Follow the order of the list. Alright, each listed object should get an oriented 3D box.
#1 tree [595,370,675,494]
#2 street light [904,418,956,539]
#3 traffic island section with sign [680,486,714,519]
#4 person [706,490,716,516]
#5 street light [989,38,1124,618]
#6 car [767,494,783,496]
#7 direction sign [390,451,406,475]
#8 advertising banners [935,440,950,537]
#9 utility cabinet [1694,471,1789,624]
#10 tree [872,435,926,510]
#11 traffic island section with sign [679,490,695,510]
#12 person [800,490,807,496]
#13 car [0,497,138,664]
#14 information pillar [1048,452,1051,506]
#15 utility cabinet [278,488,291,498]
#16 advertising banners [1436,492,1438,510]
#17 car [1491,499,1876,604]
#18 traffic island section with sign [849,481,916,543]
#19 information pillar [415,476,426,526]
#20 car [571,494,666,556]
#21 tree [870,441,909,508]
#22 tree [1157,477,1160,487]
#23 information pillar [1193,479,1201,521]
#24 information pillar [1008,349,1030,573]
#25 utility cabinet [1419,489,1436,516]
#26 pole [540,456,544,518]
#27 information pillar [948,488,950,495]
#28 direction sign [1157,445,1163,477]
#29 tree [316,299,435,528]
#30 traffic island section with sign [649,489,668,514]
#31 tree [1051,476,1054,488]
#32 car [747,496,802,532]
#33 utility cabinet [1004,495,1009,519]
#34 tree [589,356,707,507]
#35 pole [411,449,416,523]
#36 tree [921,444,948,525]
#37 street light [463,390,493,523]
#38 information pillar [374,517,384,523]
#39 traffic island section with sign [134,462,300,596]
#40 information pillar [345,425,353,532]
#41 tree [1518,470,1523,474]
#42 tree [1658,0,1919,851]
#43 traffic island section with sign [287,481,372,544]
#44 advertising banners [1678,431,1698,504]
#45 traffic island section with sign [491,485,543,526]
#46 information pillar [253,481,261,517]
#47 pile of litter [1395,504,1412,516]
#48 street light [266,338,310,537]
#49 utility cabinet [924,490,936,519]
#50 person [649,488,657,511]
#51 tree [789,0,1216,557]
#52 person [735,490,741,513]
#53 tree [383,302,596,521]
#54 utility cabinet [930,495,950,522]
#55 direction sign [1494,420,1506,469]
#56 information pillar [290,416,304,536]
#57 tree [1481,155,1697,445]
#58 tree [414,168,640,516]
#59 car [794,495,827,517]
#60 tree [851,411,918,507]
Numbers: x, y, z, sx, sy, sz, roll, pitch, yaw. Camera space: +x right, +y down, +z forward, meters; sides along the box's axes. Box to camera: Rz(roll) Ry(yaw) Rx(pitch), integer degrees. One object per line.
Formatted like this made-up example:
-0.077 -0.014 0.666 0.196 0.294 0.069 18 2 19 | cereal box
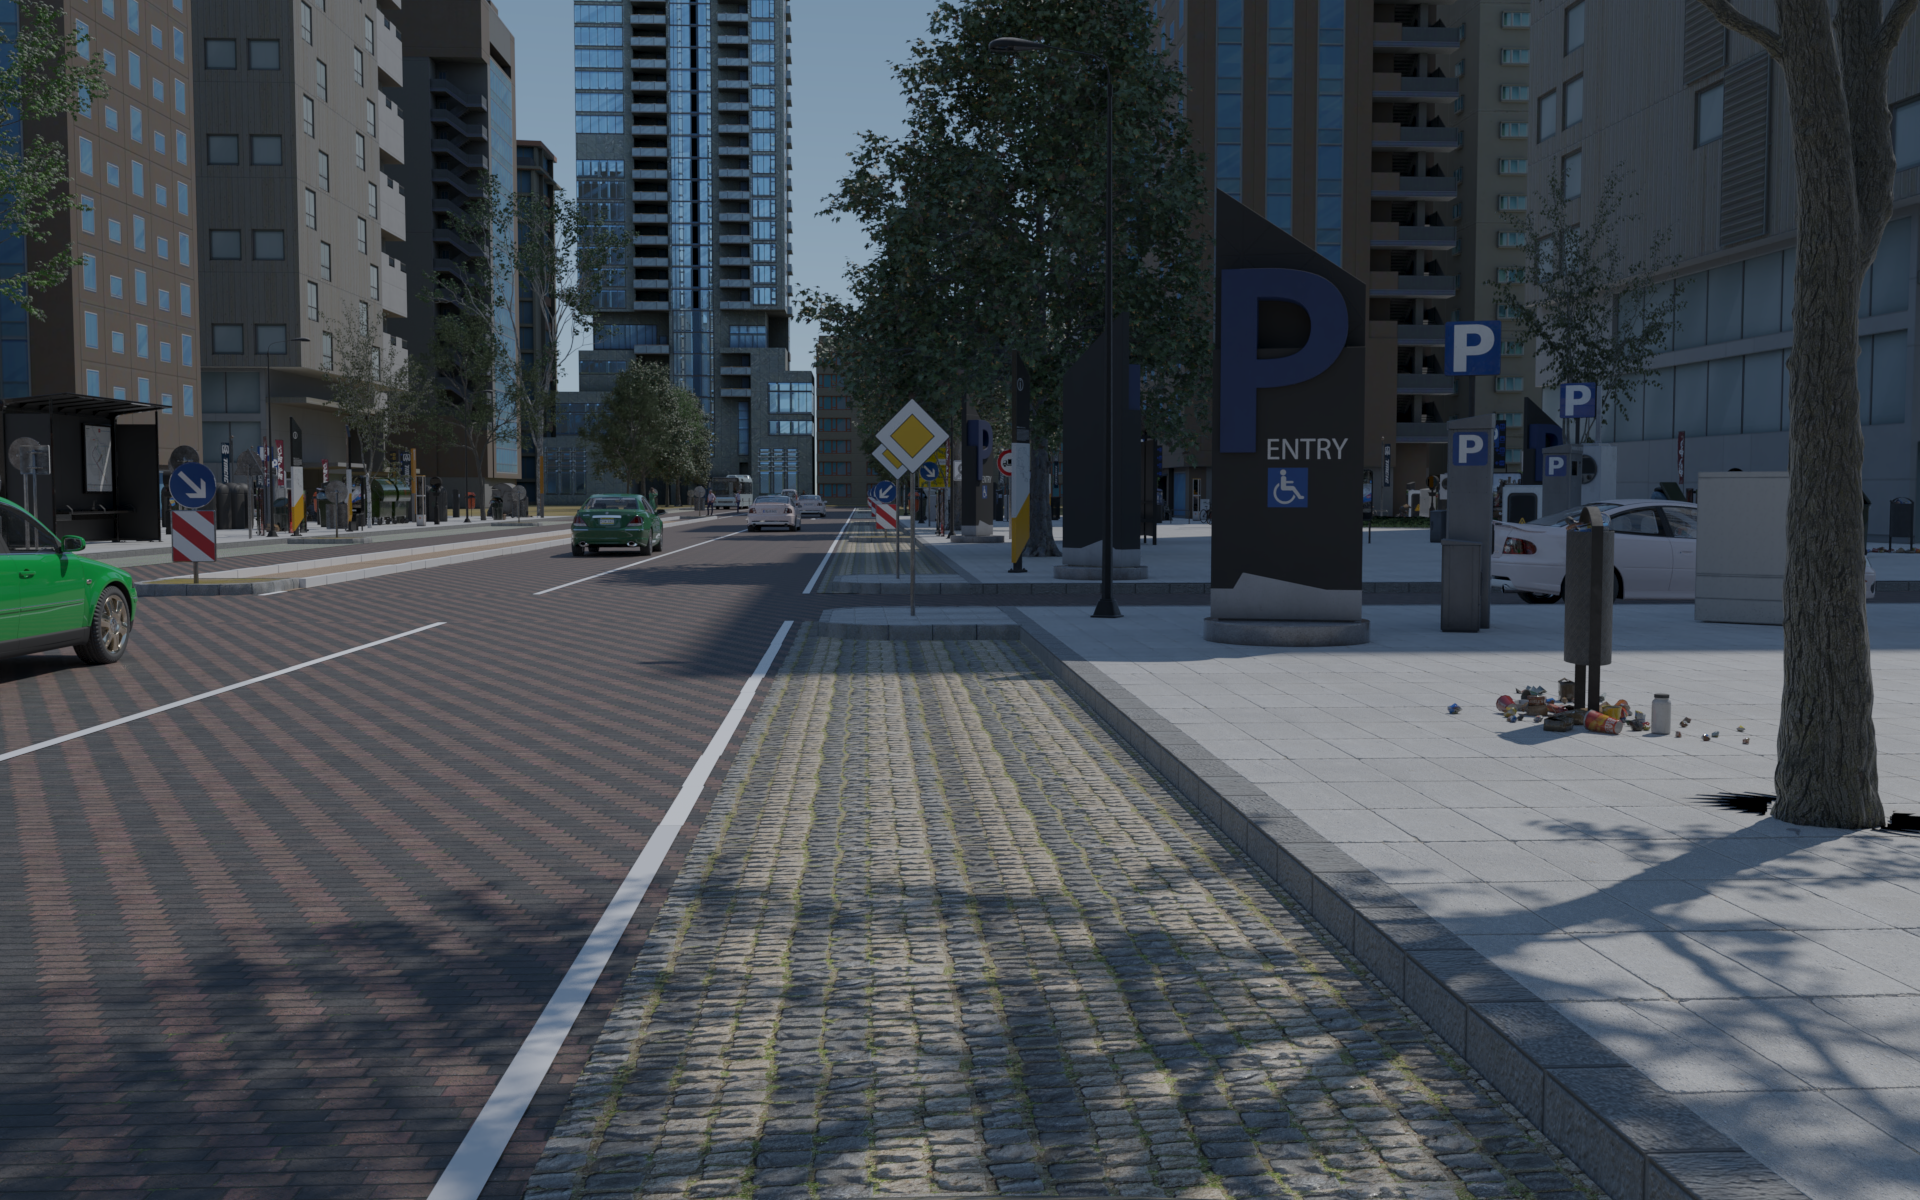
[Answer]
-25.378 -12.045 131.343 8.767 10.594 7.601 0 4 6 | tree
-0.772 -4.711 49.564 1.470 5.913 1.316 0 4 -3 | street light
-15.153 -5.641 100.371 2.006 1.907 1.989 0 4 -3 | traffic island section with sign
-16.595 -6.464 115.121 0.436 1.711 0.756 -3 5 -42 | person
0.992 -2.771 17.841 1.470 5.913 1.316 0 4 -3 | street light
-14.871 -7.800 139.332 2.131 1.459 4.920 0 4 -3 | car
-29.514 -6.059 91.059 0.876 3.537 0.379 0 4 -1 | direction sign
-0.526 -3.420 52.112 0.090 3.025 2.074 -1 4 -11 | advertising banners
7.892 -0.510 17.018 1.173 1.500 0.318 3 5 40 | utility cabinet
-4.656 -11.529 138.857 4.360 8.622 3.978 0 3 0 | tree
-24.015 -8.943 154.849 1.989 1.847 2.006 0 4 -3 | traffic island section with sign
-15.083 -9.695 167.044 1.348 1.821 0.705 1 4 23 | person
-7.954 -0.269 13.196 1.959 1.807 4.718 0 4 -2 | car
3.497 -4.910 71.635 0.504 3.616 0.183 1 4 18 | information pillar
-35.716 -5.060 91.416 1.173 1.500 0.318 -2 4 -32 | utility cabinet
27.766 -6.548 103.246 2.074 3.025 0.090 -1 4 -20 | advertising banners
8.860 -0.566 21.610 4.827 1.381 2.083 0 4 -2 | car
-2.324 -2.628 51.601 1.989 1.847 2.006 0 4 -3 | traffic island section with sign
-21.402 -3.930 68.740 0.304 2.012 0.304 0 4 -1 | information pillar
-8.198 -1.822 41.595 2.131 1.459 4.920 0 4 -5 | car
-5.116 -14.058 164.268 7.601 10.594 8.767 1 4 18 | tree
8.114 -5.161 78.980 1.663 3.219 1.824 0 3 0 | tree
11.264 -4.767 82.436 0.304 2.012 0.304 2 4 27 | information pillar
0.983 -2.257 28.249 0.183 3.616 0.504 2 4 30 | information pillar
18.926 -3.760 70.152 0.318 1.500 1.173 0 4 -2 | utility cabinet
-22.438 -6.060 92.916 0.158 3.312 0.155 0 3 0 | pole
-0.370 -5.518 81.575 0.504 3.616 0.183 1 4 10 | information pillar
9.080 -5.422 80.641 0.379 3.537 0.876 -3 5 -41 | direction sign
-22.132 -7.009 64.955 4.360 8.622 3.978 0 3 0 | tree
-22.466 -7.238 126.973 1.989 1.847 2.006 0 4 -3 | traffic island section with sign
4.516 -6.270 97.108 1.663 3.219 1.824 0 3 0 | tree
-7.184 -3.351 67.143 2.083 1.381 4.827 0 4 -2 | car
2.755 -4.676 87.609 1.020 1.237 0.306 -1 4 -11 | utility cabinet
-26.314 -13.887 144.053 9.611 12.733 9.660 0 3 0 | tree
-24.521 -5.133 77.773 0.158 3.312 0.155 0 3 0 | pole
-0.793 -7.361 70.714 4.737 8.622 4.395 0 3 0 | tree
-21.526 -6.415 77.421 1.470 5.913 1.316 0 4 -3 | street light
-25.992 -4.464 77.473 0.304 2.012 0.304 1 4 21 | information pillar
-10.971 -1.053 25.349 2.006 1.907 1.989 0 4 -3 | traffic island section with sign
-20.728 -4.122 58.746 0.183 3.616 0.504 -2 4 -28 | information pillar
25.686 -5.044 77.075 1.663 3.219 1.824 0 3 0 | tree
3.415 -4.948 6.650 9.928 11.665 9.643 0 3 0 | tree
-18.202 -2.545 50.245 1.989 1.847 2.006 0 4 -3 | traffic island section with sign
19.971 -3.130 47.370 0.090 3.025 2.074 0 4 4 | advertising banners
-19.695 -4.192 77.159 1.989 1.847 2.006 0 4 -3 | traffic island section with sign
-38.689 -5.556 95.327 0.304 2.012 0.304 1 4 19 | information pillar
18.940 -3.689 74.280 1.176 0.858 1.719 -2 4 -23 | pile of litter
-19.973 -4.830 51.517 1.470 5.913 1.316 0 4 -3 | street light
-1.666 -4.743 86.221 1.173 1.500 0.318 -3 5 -42 | utility cabinet
-17.462 -5.466 98.113 0.529 1.795 0.600 -3 4 -36 | person
1.567 -7.232 35.245 9.611 12.733 9.660 0 3 0 | tree
-16.578 -7.370 129.930 0.436 1.711 0.756 2 4 26 | person
-23.238 -9.146 83.941 8.767 10.594 7.601 -2 4 -28 | tree
-0.910 -4.254 80.716 1.020 1.237 0.306 1 4 11 | utility cabinet
16.254 -3.737 53.091 0.876 3.537 0.379 1 4 19 | direction sign
-20.129 -3.743 52.551 0.183 3.616 0.504 1 4 13 | information pillar
13.796 -5.379 38.312 4.360 8.622 3.978 0 3 0 | tree
-25.320 -15.020 101.460 12.611 20.169 13.585 0 3 0 | tree
-9.320 -5.837 107.802 2.083 1.381 4.827 0 4 -3 | car
-6.376 -16.626 178.490 9.857 13.997 8.962 0 3 0 | tree
